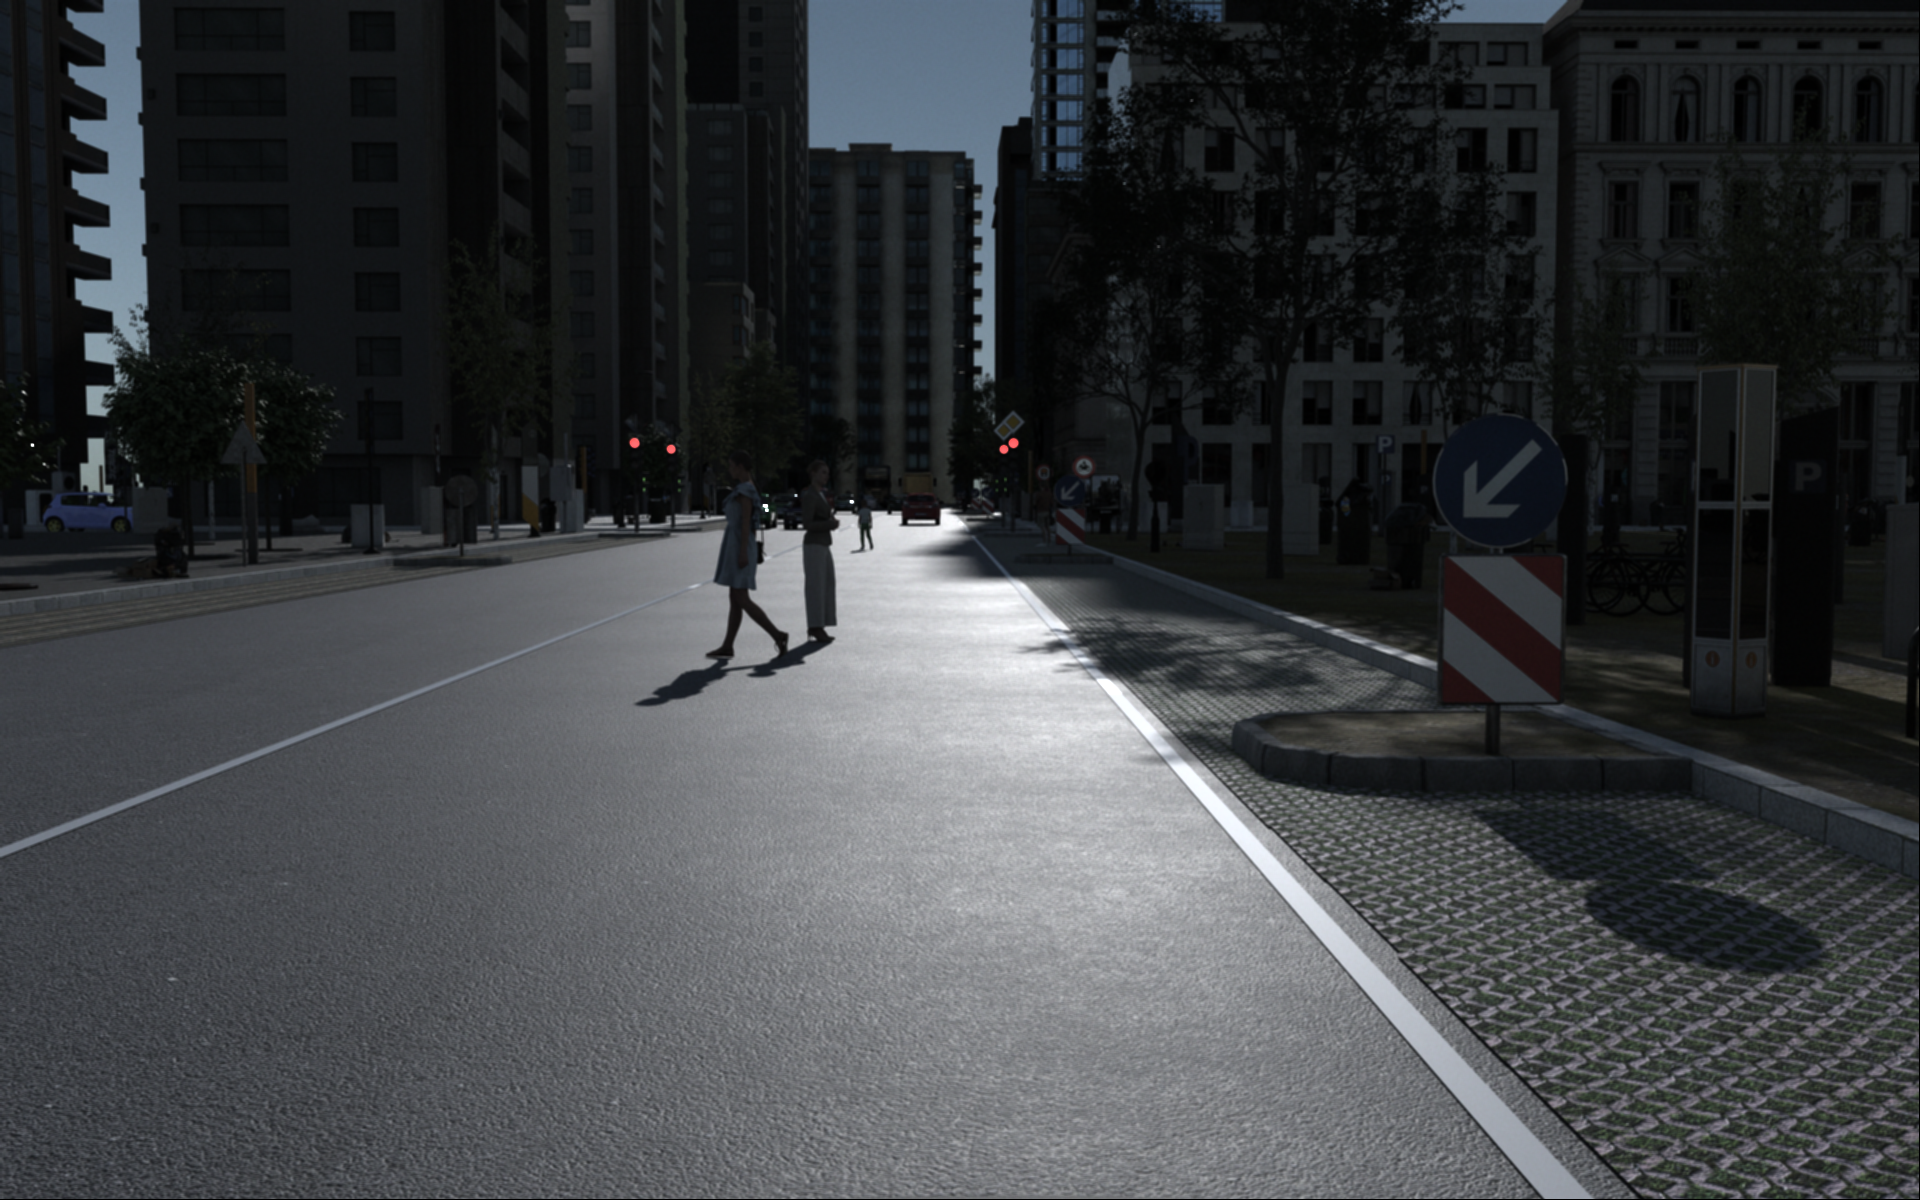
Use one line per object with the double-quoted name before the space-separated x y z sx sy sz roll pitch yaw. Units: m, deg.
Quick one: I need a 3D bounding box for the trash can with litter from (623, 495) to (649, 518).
"trash can with litter" -17.186 -4.926 91.595 2.233 1.210 1.678 0 4 3

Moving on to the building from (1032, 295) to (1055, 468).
"building" 13.870 -16.234 132.882 16.820 18.784 16.811 0 4 -1

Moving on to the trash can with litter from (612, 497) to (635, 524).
"trash can with litter" -14.357 -3.836 74.112 1.055 1.170 0.624 0 4 -4

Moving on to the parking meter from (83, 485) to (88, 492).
"parking meter" -59.143 -6.817 117.167 0.255 1.863 0.399 -2 4 -34

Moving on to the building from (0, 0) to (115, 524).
"building" -47.291 -25.961 74.568 14.200 45.320 14.600 0 4 -1

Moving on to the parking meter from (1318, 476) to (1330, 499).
"parking meter" 11.749 -3.073 55.948 0.255 1.863 0.399 2 4 35

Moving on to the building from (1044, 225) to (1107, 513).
"building" 11.168 -14.960 109.231 10.561 19.102 19.286 0 4 -1

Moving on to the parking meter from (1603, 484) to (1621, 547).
"parking meter" 15.775 -2.049 41.913 0.372 1.533 0.369 0 3 0

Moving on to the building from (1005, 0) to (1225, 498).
"building" 16.371 -53.218 182.784 22.319 86.520 31.000 0 4 -1

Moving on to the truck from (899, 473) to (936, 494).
"truck" -3.790 -9.746 155.263 3.469 3.379 9.791 0 4 -2

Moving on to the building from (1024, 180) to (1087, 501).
"building" 12.920 -23.867 161.924 14.160 30.474 14.107 0 4 -1

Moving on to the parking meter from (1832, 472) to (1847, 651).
"parking meter" 6.990 -0.356 14.234 0.372 1.533 0.369 0 3 0

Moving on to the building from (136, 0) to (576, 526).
"building" -25.203 -18.526 74.598 14.160 30.474 14.107 0 4 -1

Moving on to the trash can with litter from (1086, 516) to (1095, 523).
"trash can with litter" 5.585 -4.051 77.620 1.055 1.170 0.624 2 4 35

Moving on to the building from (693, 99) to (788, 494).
"building" -25.251 -30.144 176.444 14.154 41.232 14.086 0 4 -1

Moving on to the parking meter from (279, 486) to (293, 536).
"parking meter" -20.869 -2.764 53.598 0.372 1.533 0.369 0 3 0

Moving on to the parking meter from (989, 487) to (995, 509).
"parking meter" 2.558 -8.096 138.080 0.255 1.863 0.399 3 5 42

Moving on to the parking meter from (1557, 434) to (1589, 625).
"parking meter" 6.041 -0.696 17.086 0.255 1.863 0.399 2 4 24

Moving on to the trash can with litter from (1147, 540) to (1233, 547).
"trash can with litter" 5.697 -1.932 42.644 2.233 1.210 1.678 0 4 1

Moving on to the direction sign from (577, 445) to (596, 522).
"direction sign" -17.241 -5.355 79.547 0.379 3.537 0.876 2 4 32

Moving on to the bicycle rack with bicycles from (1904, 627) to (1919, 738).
"bicycle rack with bicycles" 6.200 0.313 8.273 2.925 0.926 2.852 -1 4 -9

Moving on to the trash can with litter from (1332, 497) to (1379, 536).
"trash can with litter" 12.777 -2.639 54.203 2.233 1.210 1.678 1 4 10

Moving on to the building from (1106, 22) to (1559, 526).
"building" 15.175 -13.399 73.824 16.860 20.320 10.420 0 4 -1

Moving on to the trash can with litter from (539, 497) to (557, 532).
"trash can with litter" -13.972 -2.870 58.312 0.624 1.170 1.055 -2 4 -30

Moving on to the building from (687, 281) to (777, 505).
"building" -31.650 -18.988 155.498 27.650 21.520 28.899 0 4 -1

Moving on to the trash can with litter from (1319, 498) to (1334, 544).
"trash can with litter" 9.202 -2.022 44.444 0.624 1.170 1.055 0 4 -6

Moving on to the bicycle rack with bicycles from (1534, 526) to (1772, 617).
"bicycle rack with bicycles" 7.450 -0.332 18.815 2.925 0.926 2.852 2 4 27

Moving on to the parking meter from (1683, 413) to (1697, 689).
"parking meter" 4.912 -0.341 11.291 0.255 1.863 0.399 0 4 6

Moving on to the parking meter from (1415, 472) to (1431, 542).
"parking meter" 12.509 -2.515 46.829 0.399 1.863 0.255 0 4 7

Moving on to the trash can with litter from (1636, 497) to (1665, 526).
"trash can with litter" 27.342 -3.497 68.567 1.055 1.170 0.624 2 4 30

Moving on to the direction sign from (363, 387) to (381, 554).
"direction sign" -12.646 -2.761 37.146 0.379 3.537 0.876 -2 4 -28

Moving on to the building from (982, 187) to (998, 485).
"building" 17.381 -35.703 238.366 28.867 44.769 22.147 0 4 -1

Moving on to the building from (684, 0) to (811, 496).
"building" -28.459 -46.685 201.550 20.611 71.187 20.563 0 4 -1

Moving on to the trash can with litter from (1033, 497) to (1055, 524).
"trash can with litter" 3.715 -3.909 75.303 1.055 1.170 0.624 1 4 23

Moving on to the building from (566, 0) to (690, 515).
"building" -25.765 -26.279 113.253 14.154 41.232 14.086 0 4 -1

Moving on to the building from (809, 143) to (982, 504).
"building" -12.297 -37.896 239.200 30.456 49.044 23.786 0 4 -1

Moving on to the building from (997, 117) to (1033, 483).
"building" 11.631 -34.032 206.533 14.600 45.320 14.200 0 4 -1

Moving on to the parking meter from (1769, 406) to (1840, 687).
"parking meter" 5.638 -0.361 11.617 0.399 1.863 0.255 1 4 19

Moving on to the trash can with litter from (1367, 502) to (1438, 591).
"trash can with litter" 5.927 -0.726 23.264 0.624 1.170 1.055 3 4 39

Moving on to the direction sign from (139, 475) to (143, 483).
"direction sign" -55.989 -7.769 119.018 0.876 3.537 0.379 1 4 15

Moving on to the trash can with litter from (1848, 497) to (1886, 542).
"trash can with litter" 24.609 -2.229 47.507 1.678 1.210 2.233 -2 4 -30

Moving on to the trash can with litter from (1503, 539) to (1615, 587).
"trash can with litter" 8.067 -0.785 23.898 2.233 1.210 1.678 0 4 4

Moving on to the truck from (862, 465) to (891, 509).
"truck" -8.177 -11.160 171.384 2.839 4.237 11.283 0 4 -2

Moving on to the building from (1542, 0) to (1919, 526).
"building" 33.840 -15.014 74.357 19.941 23.489 11.050 0 4 -1

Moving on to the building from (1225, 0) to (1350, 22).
"building" 33.111 -46.793 203.323 20.611 71.187 20.563 0 4 -1

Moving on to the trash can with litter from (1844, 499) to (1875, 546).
"trash can with litter" 21.968 -1.916 42.716 0.624 1.170 1.055 -2 4 -32
